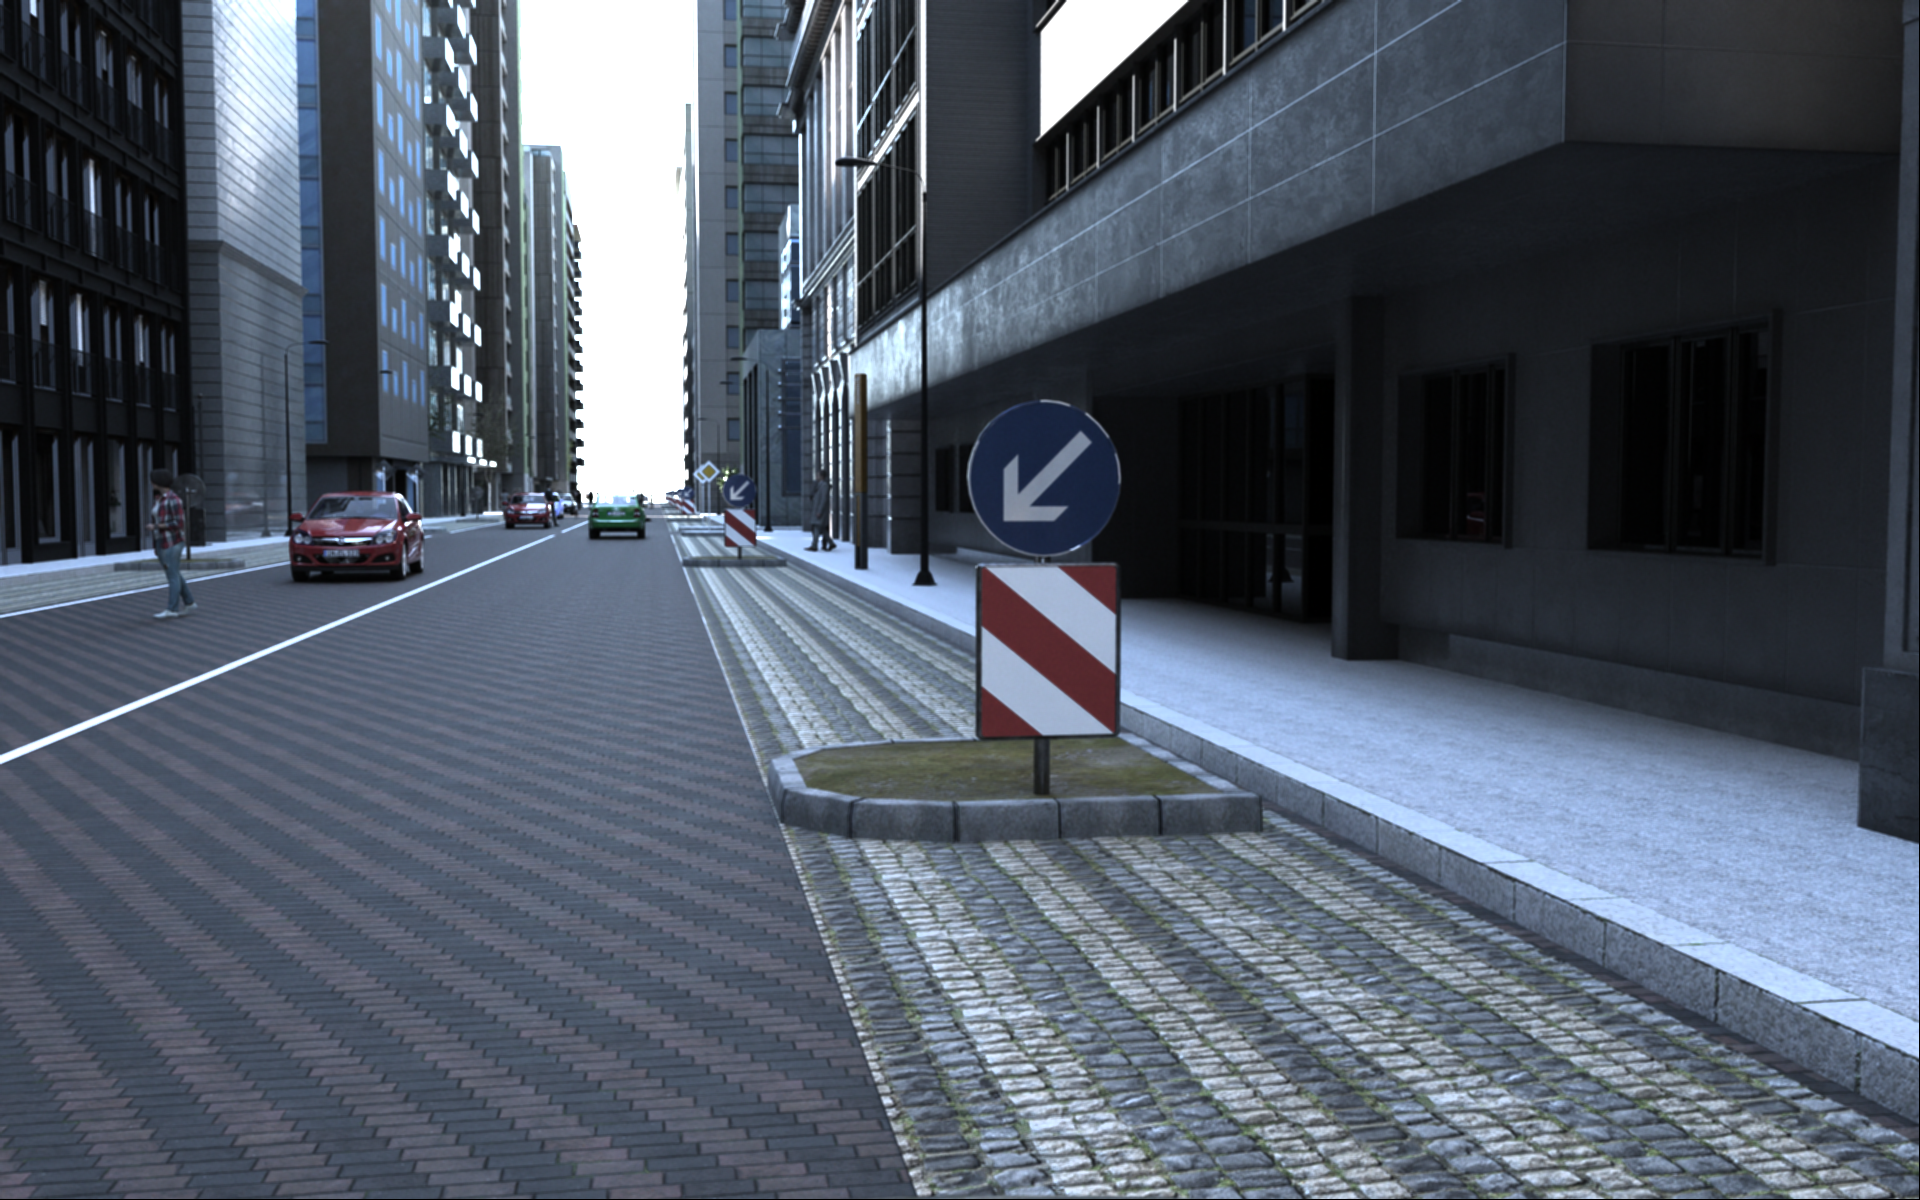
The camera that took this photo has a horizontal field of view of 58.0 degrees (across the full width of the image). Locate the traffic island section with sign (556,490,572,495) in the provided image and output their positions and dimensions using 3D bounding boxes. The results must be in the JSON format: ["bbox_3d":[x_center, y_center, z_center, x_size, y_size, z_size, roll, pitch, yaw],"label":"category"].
[{"bbox_3d":[-37.791,-9.488,163.751,1.989,1.847,2.006,-1,4,-10],"label":"traffic island section with sign"}]

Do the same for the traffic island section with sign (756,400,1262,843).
[{"bbox_3d":[0.125,0.035,8.052,1.989,1.847,2.006,-1,4,-10],"label":"traffic island section with sign"}]

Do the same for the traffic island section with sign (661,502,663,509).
[{"bbox_3d":[-18.860,-6.579,116.188,1.989,1.847,2.006,-1,4,-10],"label":"traffic island section with sign"}]

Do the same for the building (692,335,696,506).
[{"bbox_3d":[-13.996,-20.693,183.362,27.650,21.520,28.899,-1,4,-10],"label":"building"}]

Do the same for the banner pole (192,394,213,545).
[{"bbox_3d":[-19.183,-3.260,43.316,0.863,3.779,0.401,0,4,4],"label":"banner pole"}]

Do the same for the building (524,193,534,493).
[{"bbox_3d":[-46.879,-23.642,158.253,14.160,30.474,14.107,-1,4,-10],"label":"building"}]

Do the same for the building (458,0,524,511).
[{"bbox_3d":[-40.071,-27.239,128.956,14.154,41.232,14.086,-1,4,-10],"label":"building"}]

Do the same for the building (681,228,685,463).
[{"bbox_3d":[-27.804,-36.045,243.954,22.147,44.769,28.867,-1,4,-10],"label":"building"}]

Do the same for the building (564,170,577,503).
[{"bbox_3d":[-65.636,-37.944,244.077,21.300,48.544,21.600,-1,4,-10],"label":"building"}]

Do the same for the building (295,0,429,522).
[{"bbox_3d":[-29.680,-25.635,69.241,14.600,45.320,14.200,-1,4,-10],"label":"building"}]

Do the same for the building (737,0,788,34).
[{"bbox_3d":[-5.657,-25.378,98.530,14.154,41.232,14.086,-1,4,-10],"label":"building"}]

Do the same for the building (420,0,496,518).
[{"bbox_3d":[-39.662,-29.266,98.114,23.786,49.044,30.456,-1,4,-10],"label":"building"}]

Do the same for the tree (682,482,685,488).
[{"bbox_3d":[-35.541,-14.209,226.916,1.663,3.219,1.824,0,3,0],"label":"tree"}]

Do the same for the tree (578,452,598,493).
[{"bbox_3d":[-63.705,-21.093,295.229,4.360,8.622,3.978,0,3,0],"label":"tree"}]

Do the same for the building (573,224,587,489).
[{"bbox_3d":[-70.040,-37.633,269.923,22.147,44.769,28.867,-1,4,-10],"label":"building"}]

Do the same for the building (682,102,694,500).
[{"bbox_3d":[-22.134,-35.673,206.960,21.300,48.544,21.600,-1,4,-10],"label":"building"}]

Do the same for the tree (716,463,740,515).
[{"bbox_3d":[-14.505,-7.181,112.009,1.663,3.219,1.824,0,3,0],"label":"tree"}]

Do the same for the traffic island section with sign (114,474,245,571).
[{"bbox_3d":[-14.864,-1.500,33.148,1.989,1.847,2.006,-1,4,-10],"label":"traffic island section with sign"}]

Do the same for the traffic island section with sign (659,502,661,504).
[{"bbox_3d":[-27.551,-9.606,165.689,1.989,1.847,2.006,-1,4,-10],"label":"traffic island section with sign"}]

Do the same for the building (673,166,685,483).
[{"bbox_3d":[-30.061,-41.751,271.872,28.713,52.752,27.495,-1,4,-10],"label":"building"}]

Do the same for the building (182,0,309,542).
[{"bbox_3d":[-34.963,-16.547,48.039,29.804,29.767,11.434,-1,4,-10],"label":"building"}]

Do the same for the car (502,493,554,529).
[{"bbox_3d":[-18.240,-3.926,73.235,2.155,1.783,4.494,-1,4,-12],"label":"car"}]

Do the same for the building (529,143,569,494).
[{"bbox_3d":[-52.042,-31.326,195.776,14.154,41.232,14.086,-1,4,-10],"label":"building"}]

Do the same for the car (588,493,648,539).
[{"bbox_3d":[-11.285,-2.956,57.119,1.959,1.807,4.718,-1,4,-10],"label":"car"}]

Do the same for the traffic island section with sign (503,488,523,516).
[{"bbox_3d":[-29.142,-6.473,114.455,1.989,1.847,2.006,-1,4,-10],"label":"traffic island section with sign"}]

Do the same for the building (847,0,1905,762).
[{"bbox_3d":[7.158,-12.413,22.014,14.314,24.678,30.058,-1,4,-10],"label":"building"}]

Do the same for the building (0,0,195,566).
[{"bbox_3d":[-23.706,-12.470,33.570,12.332,23.373,15.834,-1,4,-10],"label":"building"}]

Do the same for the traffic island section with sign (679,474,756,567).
[{"bbox_3d":[-4.541,-1.589,34.602,1.989,1.847,2.006,-1,4,-10],"label":"traffic island section with sign"}]

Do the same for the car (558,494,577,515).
[{"bbox_3d":[-27.183,-6.636,118.290,2.009,1.686,4.222,-1,4,-10],"label":"car"}]

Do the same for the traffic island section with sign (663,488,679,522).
[{"bbox_3d":[-14.195,-4.955,89.638,1.989,1.847,2.006,-1,4,-10],"label":"traffic island section with sign"}]

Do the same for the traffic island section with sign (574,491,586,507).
[{"bbox_3d":[-42.485,-11.121,190.452,1.989,1.847,2.006,-1,4,-10],"label":"traffic island section with sign"}]

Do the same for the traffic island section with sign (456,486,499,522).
[{"bbox_3d":[-24.473,-4.849,87.905,1.989,1.847,2.006,-1,4,-10],"label":"traffic island section with sign"}]

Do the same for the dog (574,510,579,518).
[{"bbox_3d":[-22.599,-5.060,102.016,0.540,0.507,0.406,2,4,27],"label":"dog"}]

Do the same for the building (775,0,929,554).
[{"bbox_3d":[2.311,-12.653,48.669,13.314,21.916,24.055,-1,4,-10],"label":"building"}]

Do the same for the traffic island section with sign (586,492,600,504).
[{"bbox_3d":[-52.093,-14.470,245.209,1.989,1.847,2.006,-1,4,-10],"label":"traffic island section with sign"}]

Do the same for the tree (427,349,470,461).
[{"bbox_3d":[-25.897,-8.024,81.551,4.360,8.622,3.978,0,3,0],"label":"tree"}]

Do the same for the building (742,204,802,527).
[{"bbox_3d":[5.506,-46.866,78.927,31.000,86.520,22.319,-1,4,-10],"label":"building"}]

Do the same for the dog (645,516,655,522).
[{"bbox_3d":[-16.219,-4.266,89.939,0.748,0.427,0.550,0,4,-5],"label":"dog"}]

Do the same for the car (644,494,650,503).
[{"bbox_3d":[-50.831,-16.275,278.454,2.083,1.381,4.827,-1,4,-8],"label":"car"}]

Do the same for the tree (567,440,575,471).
[{"bbox_3d":[-49.682,-16.203,215.273,4.737,8.622,4.395,0,3,0],"label":"tree"}]

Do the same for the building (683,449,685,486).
[{"bbox_3d":[-39.641,-37.190,291.657,14.154,41.232,14.086,-1,4,-10],"label":"building"}]

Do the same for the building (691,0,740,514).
[{"bbox_3d":[-9.023,-35.777,126.951,21.231,58.520,28.212,-1,4,-10],"label":"building"}]

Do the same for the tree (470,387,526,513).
[{"bbox_3d":[-32.381,-10.357,119.703,4.360,8.622,3.978,0,3,0],"label":"tree"}]

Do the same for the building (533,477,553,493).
[{"bbox_3d":[-58.338,-29.574,175.413,32.217,40.220,23.993,-1,4,-10],"label":"building"}]

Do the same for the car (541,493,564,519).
[{"bbox_3d":[-23.778,-5.514,99.744,1.945,1.707,3.694,-1,4,-9],"label":"car"}]
